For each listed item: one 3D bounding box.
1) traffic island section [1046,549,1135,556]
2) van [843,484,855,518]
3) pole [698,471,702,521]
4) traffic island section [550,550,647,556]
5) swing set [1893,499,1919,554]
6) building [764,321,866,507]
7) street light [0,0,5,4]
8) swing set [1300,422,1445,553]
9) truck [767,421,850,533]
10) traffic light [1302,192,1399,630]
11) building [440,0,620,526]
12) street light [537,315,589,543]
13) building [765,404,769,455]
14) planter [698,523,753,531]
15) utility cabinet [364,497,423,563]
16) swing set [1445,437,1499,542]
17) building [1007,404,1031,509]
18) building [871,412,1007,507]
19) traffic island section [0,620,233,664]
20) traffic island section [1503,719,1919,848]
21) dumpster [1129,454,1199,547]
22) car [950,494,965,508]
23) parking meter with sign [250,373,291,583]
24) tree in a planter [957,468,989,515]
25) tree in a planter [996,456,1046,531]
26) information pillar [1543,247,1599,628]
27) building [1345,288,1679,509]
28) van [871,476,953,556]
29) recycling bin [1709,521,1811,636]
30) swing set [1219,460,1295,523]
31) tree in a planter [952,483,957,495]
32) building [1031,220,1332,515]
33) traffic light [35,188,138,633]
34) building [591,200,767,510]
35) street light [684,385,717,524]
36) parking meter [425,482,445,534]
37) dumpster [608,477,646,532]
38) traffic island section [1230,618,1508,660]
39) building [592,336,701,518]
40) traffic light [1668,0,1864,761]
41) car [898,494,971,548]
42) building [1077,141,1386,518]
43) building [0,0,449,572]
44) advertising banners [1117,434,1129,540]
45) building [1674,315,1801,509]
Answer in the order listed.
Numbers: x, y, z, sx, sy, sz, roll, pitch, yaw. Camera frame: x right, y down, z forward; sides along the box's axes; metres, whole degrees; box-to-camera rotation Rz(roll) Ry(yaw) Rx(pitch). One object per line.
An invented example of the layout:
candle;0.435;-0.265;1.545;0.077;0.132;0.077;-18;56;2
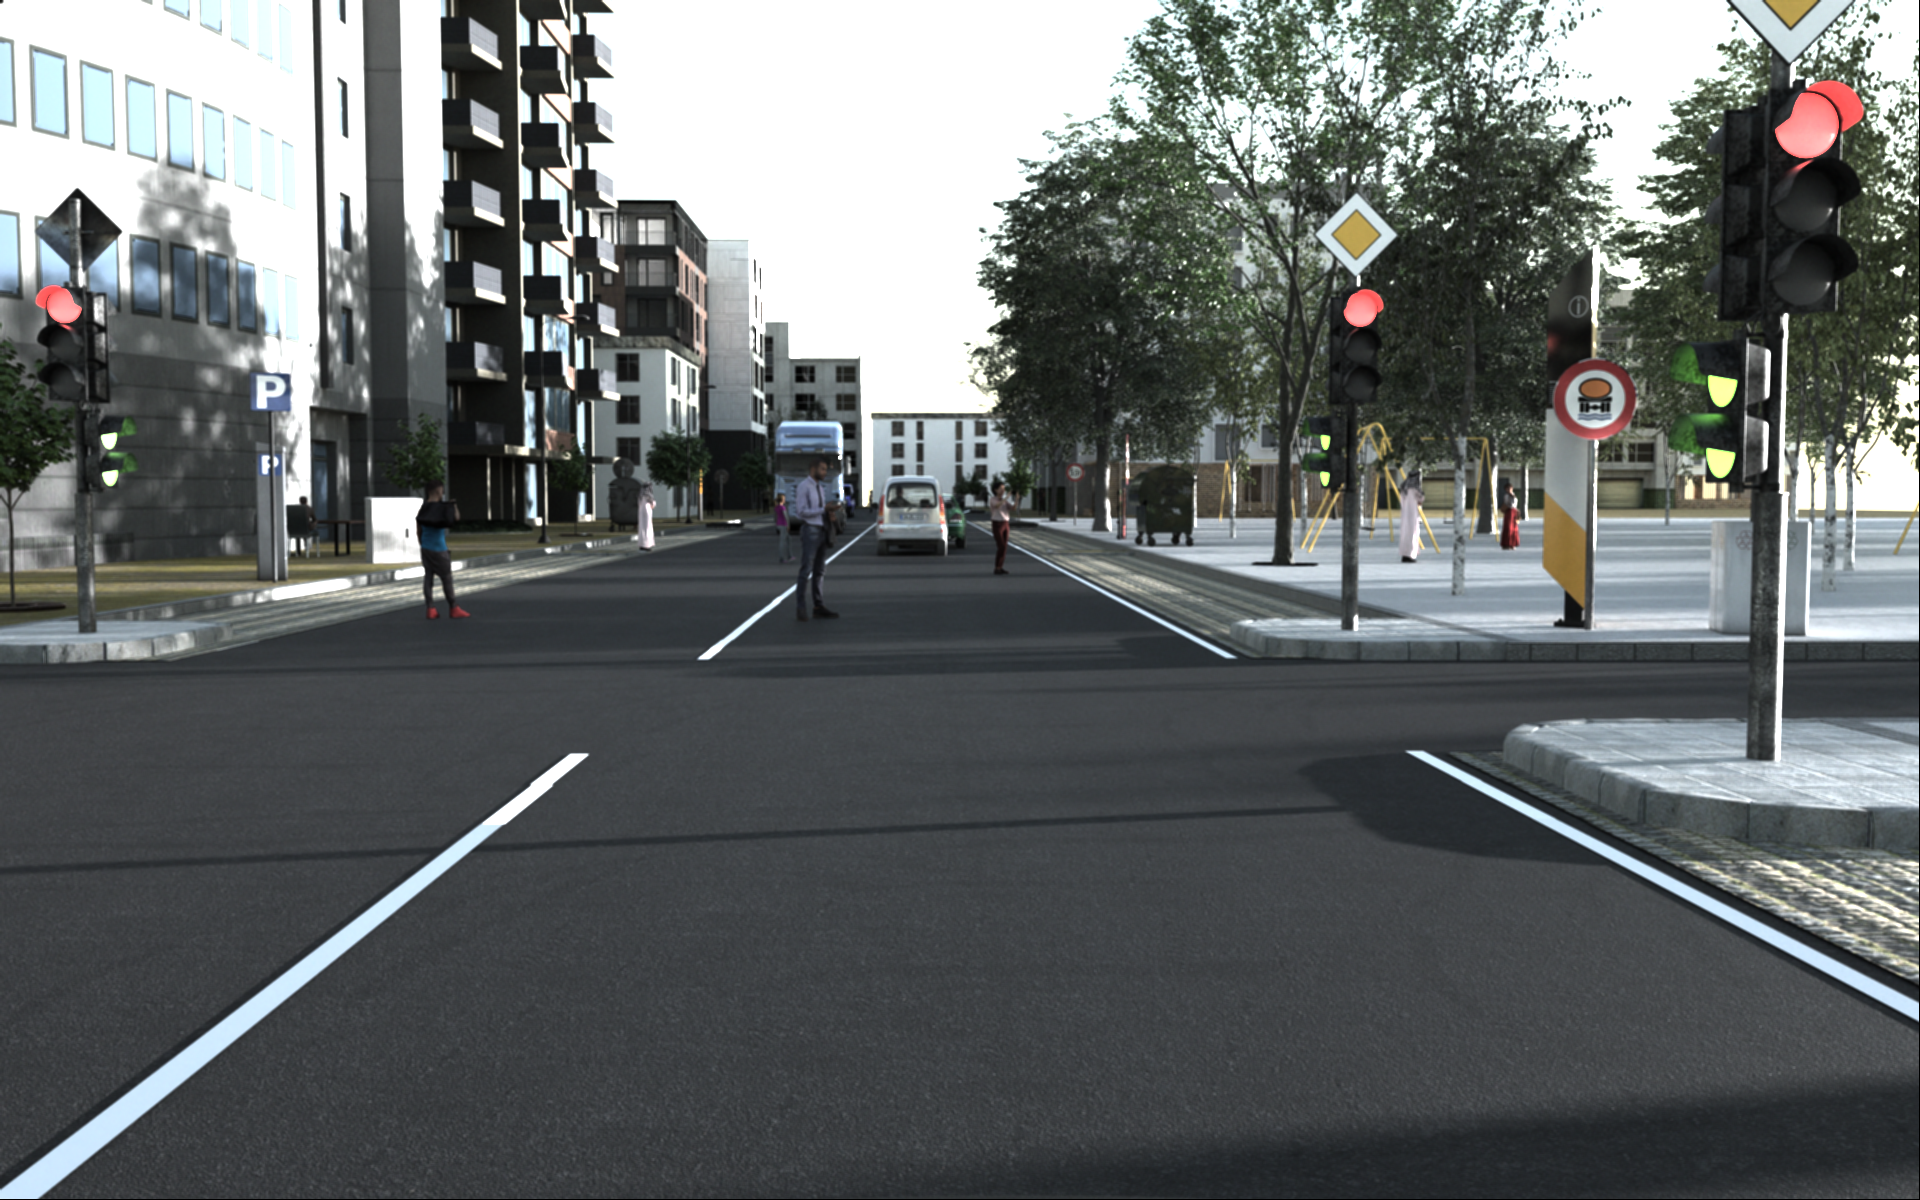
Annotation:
traffic island section;3.047;-1.112;41.049;1.991;0.108;1.994;0;4;-2
van;-7.482;-6.205;105.838;2.240;2.365;5.245;0;4;-1
pole;-12.610;-5.509;83.910;0.158;3.312;0.155;0;3;0
traffic island section;-8.441;-1.094;40.750;1.991;0.108;1.994;0;4;-2
swing set;21.810;-2.370;36.374;3.119;2.851;2.862;-2;4;-28
building;-26.071;-19.528;185.737;31.486;18.905;16.747;0;4;-2
street light;-9.480;-2.661;16.049;1.470;5.913;1.316;0;4;-2
swing set;9.276;-2.555;39.402;2.862;2.851;3.119;0;4;8
truck;-5.876;-4.902;69.912;2.967;4.110;18.799;0;4;-3
traffic light;3.664;-1.673;16.270;0.839;4.253;0.868;0;4;-2
building;-26.983;-25.618;73.474;22.147;44.769;28.867;0;4;-2
street light;-10.328;-4.438;45.103;1.470;5.913;1.316;0;4;-2
building;-32.055;-13.326;160.028;28.070;9.664;9.099;0;4;-2
planter;-9.167;-2.856;67.834;1.991;0.319;1.994;0;4;-2
utility cabinet;-10.612;-1.306;32.507;1.020;1.237;0.306;-3;5;-43
swing set;12.991;-3.080;47.981;3.119;2.851;2.862;0;4;2
building;9.687;-12.793;151.309;9.099;9.664;28.070;0;4;-2
building;4.740;-14.710;182.659;28.070;9.664;9.099;0;4;-2
traffic island section;-8.113;0.380;16.076;2.009;0.180;2.903;0;4;-2
traffic island section;3.918;0.849;8.403;2.009;0.180;2.903;0;4;-2
dumpster;5.056;-2.477;42.992;1.502;2.255;1.985;0;4;-2
car;-0.460;-9.430;163.971;2.009;1.686;4.222;0;4;-3
parking meter with sign;-10.244;-1.805;25.773;0.543;3.016;1.738;-1;4;-22
tree in a planter;0.980;-7.392;118.074;1.991;3.239;1.994;0;4;-2
tree in a planter;2.326;-4.329;68.002;1.991;3.239;1.994;0;4;-2
information pillar;5.881;-1.548;16.667;0.183;3.616;0.504;-3;5;-40
building;45.924;-17.798;157.447;31.486;18.905;16.747;0;4;-2
van;-1.162;-2.123;41.717;2.013;2.044;4.112;0;4;-2
recycling bin;7.397;-0.213;16.042;0.722;1.027;0.722;1;4;13
swing set;13.490;-5.000;79.371;3.119;2.851;2.862;0;4;-3
tree in a planter;0.265;-9.039;145.008;1.991;3.239;1.994;0;4;-2
building;14.407;-15.553;120.746;16.747;18.905;31.486;0;4;-2
traffic light;-8.072;-1.653;15.942;0.839;4.253;0.868;0;4;-2
building;-30.634;-17.894;136.538;27.936;21.610;32.646;0;4;-2
street light;-11.099;-6.215;74.149;1.470;5.913;1.316;0;4;-2
parking meter;-10.804;-1.667;35.663;0.372;1.533;0.369;0;3;0
dumpster;-11.216;-3.241;58.749;1.264;1.857;1.865;0;4;-1
traffic island section;3.705;0.361;16.385;2.009;0.180;2.903;0;4;-2
building;-20.386;-10.024;106.043;9.099;9.664;28.070;0;4;-2
traffic light;3.877;-1.185;8.288;0.839;4.253;0.868;0;4;-2
car;-0.765;-2.173;47.333;2.131;1.459;4.920;0;4;-1
building;14.900;-14.837;99.009;16.016;20.091;11.380;0;4;-2
building;-25.638;-30.251;36.606;21.231;58.520;28.212;0;4;-2
advertising banners;4.690;-3.268;49.622;0.090;3.025;2.074;1;4;14
building;67.506;-18.457;158.191;11.380;20.091;16.016;0;4;-2
